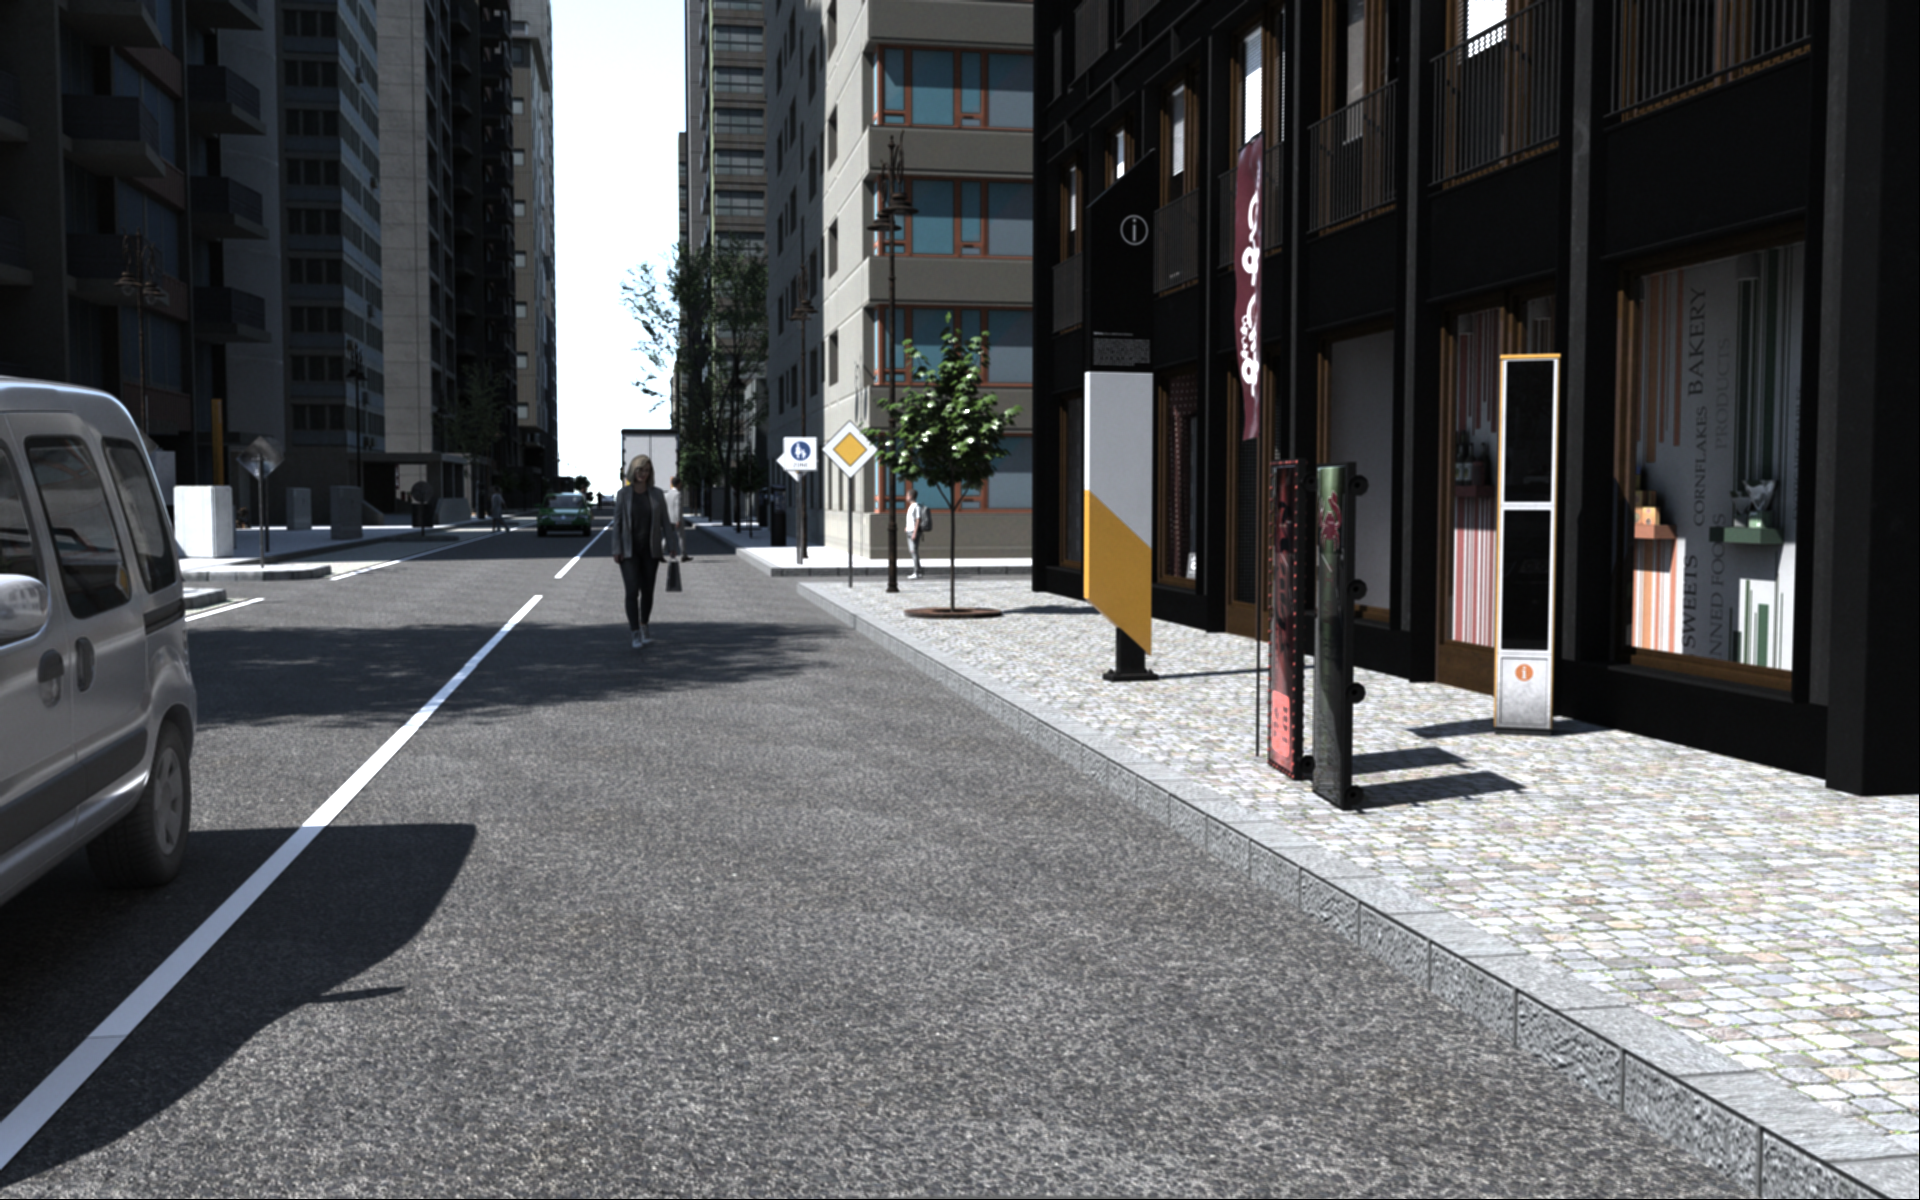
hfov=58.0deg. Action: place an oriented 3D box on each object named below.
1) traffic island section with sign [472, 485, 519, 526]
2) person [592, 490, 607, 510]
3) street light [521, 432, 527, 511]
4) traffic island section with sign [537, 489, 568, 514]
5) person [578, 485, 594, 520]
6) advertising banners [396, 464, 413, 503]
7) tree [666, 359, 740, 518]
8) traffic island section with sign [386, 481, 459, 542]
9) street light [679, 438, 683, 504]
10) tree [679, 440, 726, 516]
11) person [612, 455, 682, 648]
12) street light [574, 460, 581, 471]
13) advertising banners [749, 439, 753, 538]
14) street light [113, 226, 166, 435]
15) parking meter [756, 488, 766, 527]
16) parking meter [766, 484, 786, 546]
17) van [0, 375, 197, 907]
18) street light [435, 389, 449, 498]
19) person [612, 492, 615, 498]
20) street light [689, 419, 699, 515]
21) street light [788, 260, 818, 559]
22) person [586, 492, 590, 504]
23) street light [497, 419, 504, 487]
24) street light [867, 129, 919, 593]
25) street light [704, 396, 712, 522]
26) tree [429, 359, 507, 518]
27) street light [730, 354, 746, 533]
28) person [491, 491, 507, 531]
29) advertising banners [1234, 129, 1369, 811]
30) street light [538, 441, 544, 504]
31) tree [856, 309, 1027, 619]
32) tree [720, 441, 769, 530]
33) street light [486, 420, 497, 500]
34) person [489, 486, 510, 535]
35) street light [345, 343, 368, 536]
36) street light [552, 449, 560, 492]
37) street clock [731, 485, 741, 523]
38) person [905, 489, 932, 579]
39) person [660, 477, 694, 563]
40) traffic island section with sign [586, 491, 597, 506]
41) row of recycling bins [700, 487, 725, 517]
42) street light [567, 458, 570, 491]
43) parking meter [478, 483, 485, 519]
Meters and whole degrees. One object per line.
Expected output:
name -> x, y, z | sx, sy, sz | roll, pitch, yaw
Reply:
traffic island section with sign -> -21.157, -4.301, 78.950 | 1.989, 1.847, 2.006 | -1, 4, -10
person -> -33.237, -9.245, 159.674 | 1.348, 1.821, 0.705 | -1, 4, -23
street light -> -32.471, -9.557, 129.047 | 0.468, 5.910, 1.993 | -1, 4, -10
traffic island section with sign -> -30.267, -7.313, 128.195 | 1.989, 1.847, 2.006 | -1, 4, -10
person -> -15.614, -3.876, 71.859 | 0.713, 1.824, 0.794 | 3, 4, 37
advertising banners -> -31.832, -6.290, 99.033 | 0.090, 3.025, 2.074 | 1, 4, 9
tree -> -13.700, -8.657, 91.907 | 4.737, 8.622, 4.395 | 0, 3, 0
traffic island section with sign -> -16.254, -2.680, 52.443 | 1.989, 1.847, 2.006 | -1, 4, -10
street light -> -21.558, -9.877, 134.282 | 0.468, 5.910, 1.993 | -1, 4, -10
tree -> -15.018, -7.168, 100.906 | 4.285, 4.588, 4.351 | 0, 3, 0
person -> -2.945, -0.471, 16.390 | 0.709, 1.800, 0.728 | -1, 4, -17
street light -> -51.757, -15.940, 233.398 | 0.468, 5.910, 1.993 | -1, 4, -10
advertising banners -> -6.136, -3.335, 50.712 | 0.090, 3.025, 2.074 | 0, 4, -6
street light -> -14.216, -3.509, 30.153 | 0.468, 5.910, 1.993 | -1, 4, -10
parking meter -> -7.671, -3.620, 67.596 | 0.372, 1.533, 0.369 | 0, 3, 0
parking meter -> -4.492, -2.105, 42.834 | 0.372, 1.533, 0.369 | 0, 3, 0
van -> -3.460, 0.130, 4.888 | 2.013, 2.044, 4.112 | -1, 4, -11
street light -> -22.702, -6.317, 76.065 | 0.468, 5.910, 1.993 | -1, 4, -10
person -> -51.410, -15.128, 256.531 | 0.721, 1.739, 1.217 | -2, 4, -30
street light -> -15.908, -8.035, 104.162 | 0.468, 5.910, 1.993 | -1, 4, -10
street light -> -3.106, -3.767, 34.379 | 0.468, 5.910, 1.993 | -1, 4, -10
person -> -37.941, -10.182, 176.446 | 0.593, 1.643, 0.415 | -3, 5, -43
street light -> -28.167, -8.143, 105.927 | 0.468, 5.910, 1.993 | -1, 4, -10
street light -> -0.879, -3.038, 22.456 | 0.468, 5.910, 1.993 | -1, 4, -10
street light -> -11.612, -6.576, 80.310 | 0.468, 5.910, 1.993 | -1, 4, -10
tree -> -26.428, -8.800, 94.245 | 4.737, 8.622, 4.395 | 0, 3, 0
street light -> -7.334, -5.162, 57.192 | 0.468, 5.910, 1.993 | -1, 4, -10
person -> -17.570, -3.497, 66.341 | 0.598, 1.740, 0.731 | 1, 4, 16
advertising banners -> 1.496, -0.714, 7.856 | 0.090, 3.025, 2.074 | 0, 4, -4
street light -> -36.671, -10.953, 151.865 | 0.468, 5.910, 1.993 | -1, 4, -10
tree -> -0.078, -1.452, 18.344 | 1.663, 3.219, 1.824 | 0, 3, 0
tree -> -7.537, -4.142, 62.322 | 1.663, 3.219, 1.824 | 0, 3, 0
street light -> -26.931, -7.712, 98.878 | 0.468, 5.910, 1.993 | -1, 4, -10
person -> -16.330, -3.181, 61.264 | 0.760, 1.731, 0.466 | -3, 4, -36
street light -> -18.405, -4.904, 52.973 | 0.468, 5.910, 1.993 | -1, 4, -10
street light -> -40.958, -12.365, 174.952 | 0.468, 5.910, 1.993 | -1, 4, -10
street clock -> -9.879, -4.407, 76.632 | 0.471, 2.002, 0.358 | 1, 4, 23
person -> -0.760, -1.119, 29.390 | 0.503, 1.515, 0.523 | 3, 5, 43
person -> -6.000, -1.685, 36.327 | 0.678, 1.792, 0.850 | 3, 5, 43
traffic island section with sign -> -50.201, -13.907, 235.999 | 1.989, 1.847, 2.006 | -1, 4, -10
row of recycling bins -> -13.602, -5.470, 96.548 | 1.069, 1.692, 3.534 | -2, 4, -24
street light -> -47.588, -14.544, 210.574 | 0.468, 5.910, 1.993 | -1, 4, -10
parking meter -> -24.347, -5.039, 88.105 | 0.255, 1.863, 0.399 | -2, 4, -33
